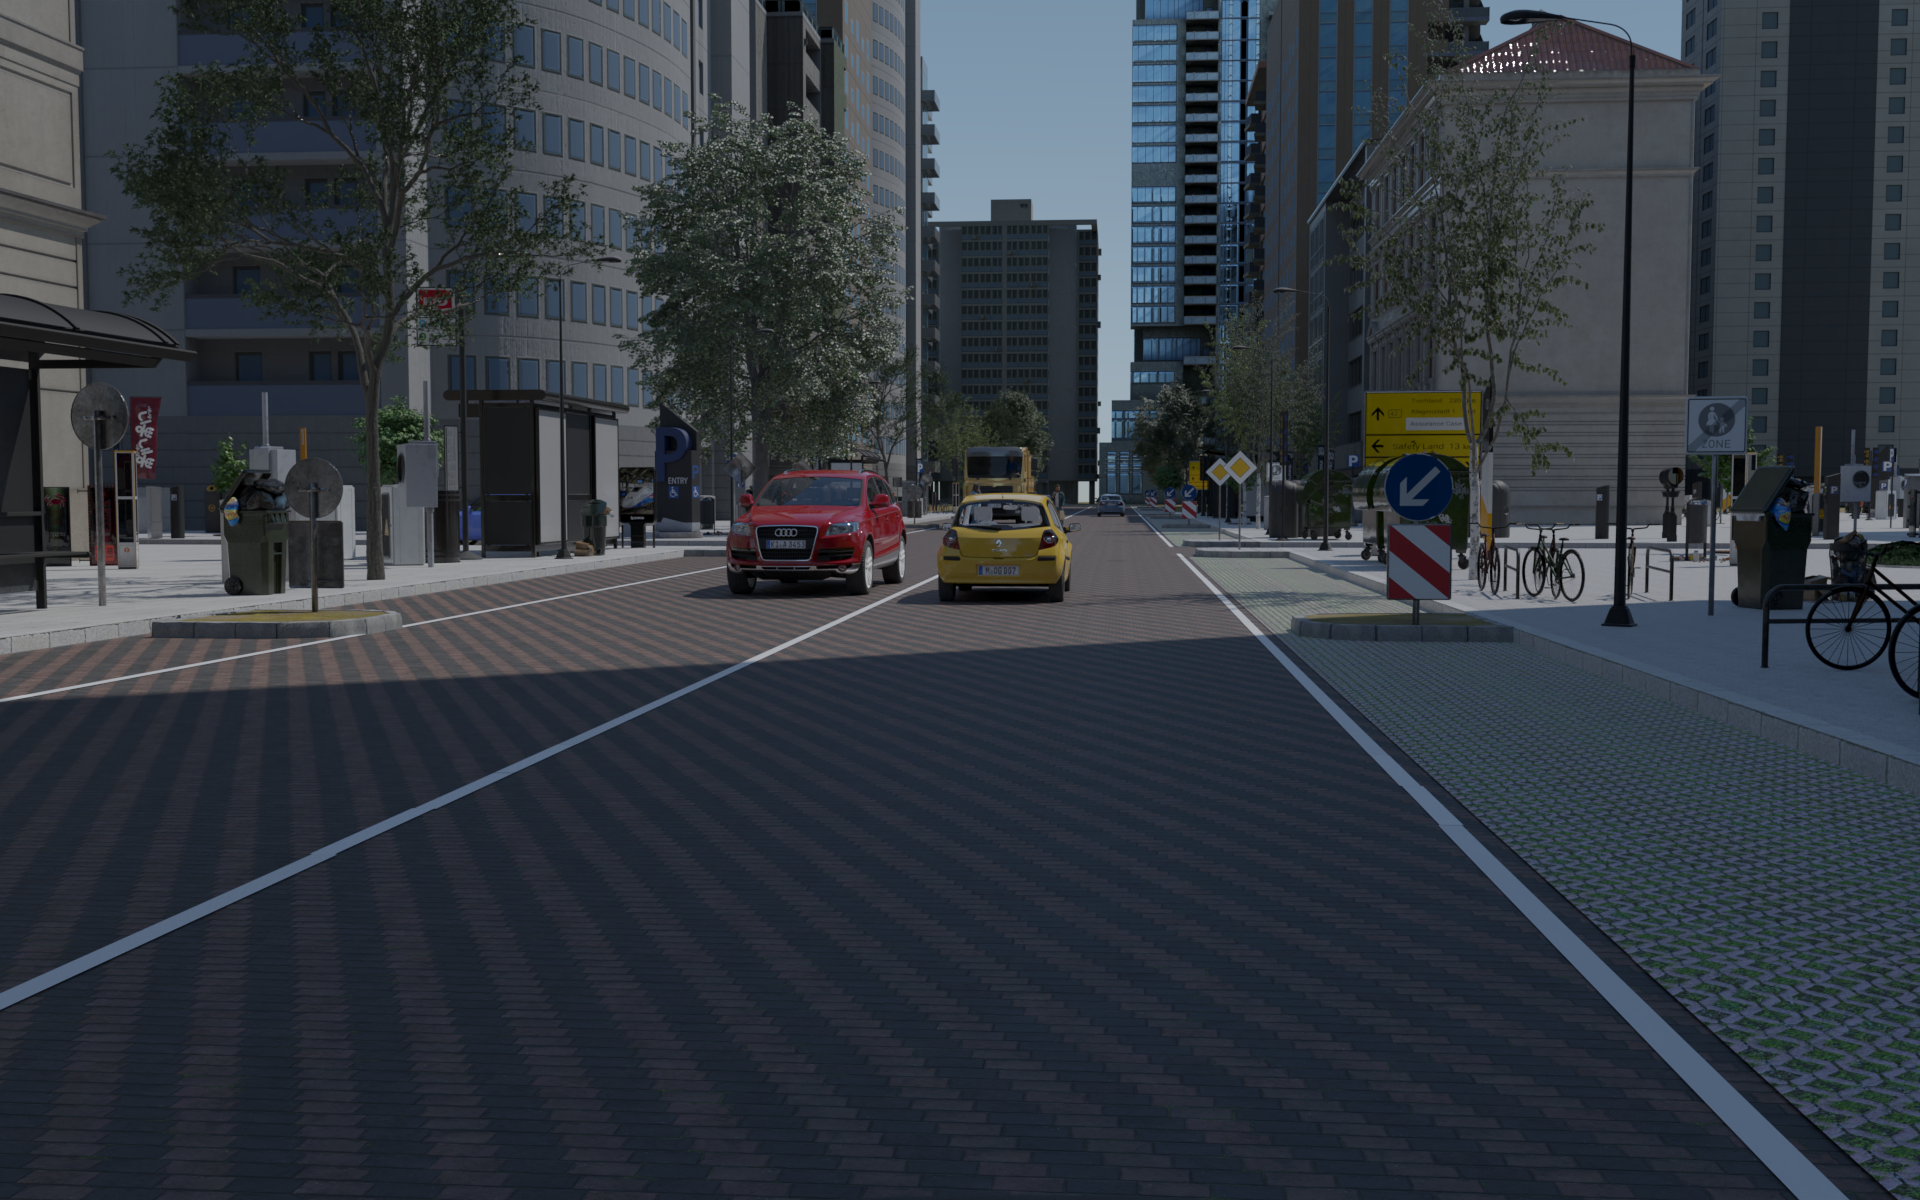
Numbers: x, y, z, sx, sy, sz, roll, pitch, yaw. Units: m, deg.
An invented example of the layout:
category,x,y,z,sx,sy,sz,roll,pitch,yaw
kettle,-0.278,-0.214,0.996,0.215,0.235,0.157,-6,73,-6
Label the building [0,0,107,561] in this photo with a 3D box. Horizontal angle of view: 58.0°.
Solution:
category,x,y,z,sx,sy,sz,roll,pitch,yaw
building,-31.746,-11.860,27.190,30.059,22.955,16.112,0,4,5

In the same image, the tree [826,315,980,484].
category,x,y,z,sx,sy,sz,roll,pitch,yaw
tree,-3.568,-9.348,87.249,8.767,10.594,7.601,0,3,0

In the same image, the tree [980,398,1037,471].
category,x,y,z,sx,sy,sz,roll,pitch,yaw
tree,4.076,-14.278,167.859,7.601,10.594,8.767,2,4,28

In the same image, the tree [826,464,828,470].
category,x,y,z,sx,sy,sz,roll,pitch,yaw
tree,-6.933,-6.168,95.442,1.663,3.219,1.824,0,3,0

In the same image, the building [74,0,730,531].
category,x,y,z,sx,sy,sz,roll,pitch,yaw
building,-22.159,-32.443,72.450,21.231,58.520,28.212,0,4,5

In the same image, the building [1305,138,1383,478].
category,x,y,z,sx,sy,sz,roll,pitch,yaw
building,29.948,-17.557,106.117,14.314,24.678,30.058,0,4,5

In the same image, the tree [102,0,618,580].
category,x,y,z,sx,sy,sz,roll,pitch,yaw
tree,-8.888,-5.558,25.289,8.767,10.594,7.601,1,4,21

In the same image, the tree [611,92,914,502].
category,x,y,z,sx,sy,sz,roll,pitch,yaw
tree,-6.386,-9.154,56.317,9.857,13.997,8.962,0,3,0

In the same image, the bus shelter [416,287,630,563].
category,x,y,z,sx,sy,sz,roll,pitch,yaw
bus shelter,-9.197,-3.582,36.193,2.179,5.291,8.768,0,4,5

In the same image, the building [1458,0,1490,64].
category,x,y,z,sx,sy,sz,roll,pitch,yaw
building,32.971,-29.798,137.302,14.600,45.320,14.200,0,4,5

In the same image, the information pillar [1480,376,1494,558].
category,x,y,z,sx,sy,sz,roll,pitch,yaw
information pillar,10.535,-2.645,34.607,0.183,3.616,0.504,0,4,-1

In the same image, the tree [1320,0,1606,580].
category,x,y,z,sx,sy,sz,roll,pitch,yaw
tree,7.558,-4.595,25.492,4.360,8.622,3.978,0,3,0

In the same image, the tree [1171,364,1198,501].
category,x,y,z,sx,sy,sz,roll,pitch,yaw
tree,13.232,-8.169,83.920,4.360,8.622,3.978,0,3,0

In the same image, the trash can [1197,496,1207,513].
category,x,y,z,sx,sy,sz,roll,pitch,yaw
trash can,16.561,-6.532,118.453,0.748,1.137,0.748,0,3,0

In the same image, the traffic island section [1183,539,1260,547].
category,x,y,z,sx,sy,sz,roll,pitch,yaw
traffic island section,7.200,-1.569,47.933,2.009,0.180,2.903,0,4,5

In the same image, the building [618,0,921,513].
category,x,y,z,sx,sy,sz,roll,pitch,yaw
building,-15.501,-37.395,153.410,21.231,58.520,28.212,0,4,5

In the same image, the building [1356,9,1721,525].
category,x,y,z,sx,sy,sz,roll,pitch,yaw
building,25.732,-14.969,80.902,11.583,22.565,21.152,0,4,5

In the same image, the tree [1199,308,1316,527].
category,x,y,z,sx,sy,sz,roll,pitch,yaw
tree,11.279,-7.196,68.016,4.737,8.622,4.395,0,3,0

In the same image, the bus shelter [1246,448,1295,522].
category,x,y,z,sx,sy,sz,roll,pitch,yaw
bus shelter,13.810,-5.149,78.107,2.014,3.302,5.546,0,4,5

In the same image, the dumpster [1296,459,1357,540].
category,x,y,z,sx,sy,sz,roll,pitch,yaw
dumpster,10.344,-2.839,48.915,1.502,2.255,1.985,0,4,5

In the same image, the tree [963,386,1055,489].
category,x,y,z,sx,sy,sz,roll,pitch,yaw
tree,5.407,-16.340,184.174,9.611,12.733,9.660,0,3,0

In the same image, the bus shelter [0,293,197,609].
category,x,y,z,sx,sy,sz,roll,pitch,yaw
bus shelter,-9.785,-1.397,16.771,2.014,3.302,5.546,0,4,5

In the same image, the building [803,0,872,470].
category,x,y,z,sx,sy,sz,roll,pitch,yaw
building,-14.577,-29.463,131.834,14.600,45.320,14.200,0,4,5

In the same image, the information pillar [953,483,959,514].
category,x,y,z,sx,sy,sz,roll,pitch,yaw
information pillar,-0.269,-6.648,113.186,0.304,2.012,0.304,3,4,38

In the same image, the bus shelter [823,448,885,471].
category,x,y,z,sx,sy,sz,roll,pitch,yaw
bus shelter,-4.706,-5.090,77.144,2.014,3.302,5.546,0,4,5

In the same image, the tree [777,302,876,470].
category,x,y,z,sx,sy,sz,roll,pitch,yaw
tree,-5.424,-6.979,64.462,4.737,8.622,4.395,0,3,0

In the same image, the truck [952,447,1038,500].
category,x,y,z,sx,sy,sz,roll,pitch,yaw
truck,1.681,-4.736,73.359,3.469,3.379,9.791,0,4,5

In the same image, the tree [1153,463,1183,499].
category,x,y,z,sx,sy,sz,roll,pitch,yaw
tree,20.605,-11.474,171.307,4.285,4.588,4.351,0,3,0

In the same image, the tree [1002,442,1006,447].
category,x,y,z,sx,sy,sz,roll,pitch,yaw
tree,1.585,-11.822,143.644,4.737,8.622,4.395,0,3,0

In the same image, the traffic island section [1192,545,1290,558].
category,x,y,z,sx,sy,sz,roll,pitch,yaw
traffic island section,6.469,-1.083,39.981,2.009,0.180,2.903,0,4,5

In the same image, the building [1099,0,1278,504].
category,x,y,z,sx,sy,sz,roll,pitch,yaw
building,33.748,-55.666,222.816,31.000,86.520,22.319,0,4,5

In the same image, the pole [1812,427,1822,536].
category,x,y,z,sx,sy,sz,roll,pitch,yaw
pole,25.973,-3.586,52.470,0.158,3.312,0.155,0,3,0

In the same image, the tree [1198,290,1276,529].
category,x,y,z,sx,sy,sz,roll,pitch,yaw
tree,11.185,-6.910,63.344,4.360,8.622,3.978,0,3,0

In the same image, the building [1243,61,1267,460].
category,x,y,z,sx,sy,sz,roll,pitch,yaw
building,39.980,-31.750,173.733,22.147,44.769,28.867,0,4,5

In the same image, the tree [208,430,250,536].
category,x,y,z,sx,sy,sz,roll,pitch,yaw
tree,-22.312,-3.561,52.829,1.663,3.219,1.824,0,3,0

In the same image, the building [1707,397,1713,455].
category,x,y,z,sx,sy,sz,roll,pitch,yaw
building,78.541,-36.746,220.402,30.456,49.044,23.786,0,4,5

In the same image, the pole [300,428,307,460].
category,x,y,z,sx,sy,sz,roll,pitch,yaw
pole,-20.228,-3.644,53.418,0.158,3.312,0.155,0,3,0

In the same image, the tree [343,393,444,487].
category,x,y,z,sx,sy,sz,roll,pitch,yaw
tree,-18.220,-4.429,56.132,4.285,4.588,4.351,0,3,0

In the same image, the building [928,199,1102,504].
category,x,y,z,sx,sy,sz,roll,pitch,yaw
building,6.756,-32.972,230.972,23.993,40.220,32.217,0,4,5

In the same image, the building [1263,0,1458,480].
category,x,y,z,sx,sy,sz,roll,pitch,yaw
building,34.293,-30.692,151.918,14.600,45.320,14.200,0,4,5

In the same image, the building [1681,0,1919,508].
category,x,y,z,sx,sy,sz,roll,pitch,yaw
building,83.007,-44.956,173.288,20.611,71.187,20.563,0,4,5

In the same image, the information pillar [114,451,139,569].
category,x,y,z,sx,sy,sz,roll,pitch,yaw
information pillar,-14.223,-1.534,29.570,0.304,2.012,0.304,-1,4,-18

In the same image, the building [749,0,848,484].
category,x,y,z,sx,sy,sz,roll,pitch,yaw
building,-14.706,-20.251,102.802,14.160,30.474,14.107,0,4,5

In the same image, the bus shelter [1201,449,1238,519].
category,x,y,z,sx,sy,sz,roll,pitch,yaw
bus shelter,13.967,-6.232,93.169,1.731,3.624,6.357,0,4,5

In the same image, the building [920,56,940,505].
category,x,y,z,sx,sy,sz,roll,pitch,yaw
building,-17.743,-34.372,181.598,30.456,49.044,23.786,0,4,5

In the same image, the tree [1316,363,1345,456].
category,x,y,z,sx,sy,sz,roll,pitch,yaw
tree,19.036,-8.891,95.723,4.737,8.622,4.395,0,3,0

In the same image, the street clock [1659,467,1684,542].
category,x,y,z,sx,sy,sz,roll,pitch,yaw
street clock,19.138,-2.565,46.504,0.471,2.002,0.358,-1,4,-11

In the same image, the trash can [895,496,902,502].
category,x,y,z,sx,sy,sz,roll,pitch,yaw
trash can,-3.815,-5.789,106.297,0.748,1.137,0.748,0,3,0

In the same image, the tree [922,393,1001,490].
category,x,y,z,sx,sy,sz,roll,pitch,yaw
tree,-0.511,-10.578,123.304,4.737,8.622,4.395,0,3,0

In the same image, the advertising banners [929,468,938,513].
category,x,y,z,sx,sy,sz,roll,pitch,yaw
advertising banners,-1.785,-7.292,115.404,0.090,3.025,2.074,-1,4,-16

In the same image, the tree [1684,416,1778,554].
category,x,y,z,sx,sy,sz,roll,pitch,yaw
tree,16.778,-2.610,37.275,1.663,3.219,1.824,0,3,0

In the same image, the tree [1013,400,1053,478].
category,x,y,z,sx,sy,sz,roll,pitch,yaw
tree,6.963,-16.983,195.801,7.486,12.596,7.792,0,3,0

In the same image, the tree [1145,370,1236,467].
category,x,y,z,sx,sy,sz,roll,pitch,yaw
tree,17.316,-12.001,130.622,7.601,10.594,8.767,-2,4,-25

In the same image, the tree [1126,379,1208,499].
category,x,y,z,sx,sy,sz,roll,pitch,yaw
tree,23.360,-17.582,194.123,9.857,13.997,8.962,0,3,0

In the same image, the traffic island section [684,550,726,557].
category,x,y,z,sx,sy,sz,roll,pitch,yaw
traffic island section,-5.222,-1.148,41.056,2.009,0.180,2.903,0,4,5

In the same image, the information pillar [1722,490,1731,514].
category,x,y,z,sx,sy,sz,roll,pitch,yaw
information pillar,49.729,-7.398,112.316,0.504,3.616,0.183,0,4,5

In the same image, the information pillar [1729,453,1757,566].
category,x,y,z,sx,sy,sz,roll,pitch,yaw
information pillar,13.959,-1.613,30.873,0.304,2.012,0.304,-2,4,-33

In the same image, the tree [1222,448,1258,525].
category,x,y,z,sx,sy,sz,roll,pitch,yaw
tree,11.916,-4.798,73.052,1.663,3.219,1.824,0,3,0
